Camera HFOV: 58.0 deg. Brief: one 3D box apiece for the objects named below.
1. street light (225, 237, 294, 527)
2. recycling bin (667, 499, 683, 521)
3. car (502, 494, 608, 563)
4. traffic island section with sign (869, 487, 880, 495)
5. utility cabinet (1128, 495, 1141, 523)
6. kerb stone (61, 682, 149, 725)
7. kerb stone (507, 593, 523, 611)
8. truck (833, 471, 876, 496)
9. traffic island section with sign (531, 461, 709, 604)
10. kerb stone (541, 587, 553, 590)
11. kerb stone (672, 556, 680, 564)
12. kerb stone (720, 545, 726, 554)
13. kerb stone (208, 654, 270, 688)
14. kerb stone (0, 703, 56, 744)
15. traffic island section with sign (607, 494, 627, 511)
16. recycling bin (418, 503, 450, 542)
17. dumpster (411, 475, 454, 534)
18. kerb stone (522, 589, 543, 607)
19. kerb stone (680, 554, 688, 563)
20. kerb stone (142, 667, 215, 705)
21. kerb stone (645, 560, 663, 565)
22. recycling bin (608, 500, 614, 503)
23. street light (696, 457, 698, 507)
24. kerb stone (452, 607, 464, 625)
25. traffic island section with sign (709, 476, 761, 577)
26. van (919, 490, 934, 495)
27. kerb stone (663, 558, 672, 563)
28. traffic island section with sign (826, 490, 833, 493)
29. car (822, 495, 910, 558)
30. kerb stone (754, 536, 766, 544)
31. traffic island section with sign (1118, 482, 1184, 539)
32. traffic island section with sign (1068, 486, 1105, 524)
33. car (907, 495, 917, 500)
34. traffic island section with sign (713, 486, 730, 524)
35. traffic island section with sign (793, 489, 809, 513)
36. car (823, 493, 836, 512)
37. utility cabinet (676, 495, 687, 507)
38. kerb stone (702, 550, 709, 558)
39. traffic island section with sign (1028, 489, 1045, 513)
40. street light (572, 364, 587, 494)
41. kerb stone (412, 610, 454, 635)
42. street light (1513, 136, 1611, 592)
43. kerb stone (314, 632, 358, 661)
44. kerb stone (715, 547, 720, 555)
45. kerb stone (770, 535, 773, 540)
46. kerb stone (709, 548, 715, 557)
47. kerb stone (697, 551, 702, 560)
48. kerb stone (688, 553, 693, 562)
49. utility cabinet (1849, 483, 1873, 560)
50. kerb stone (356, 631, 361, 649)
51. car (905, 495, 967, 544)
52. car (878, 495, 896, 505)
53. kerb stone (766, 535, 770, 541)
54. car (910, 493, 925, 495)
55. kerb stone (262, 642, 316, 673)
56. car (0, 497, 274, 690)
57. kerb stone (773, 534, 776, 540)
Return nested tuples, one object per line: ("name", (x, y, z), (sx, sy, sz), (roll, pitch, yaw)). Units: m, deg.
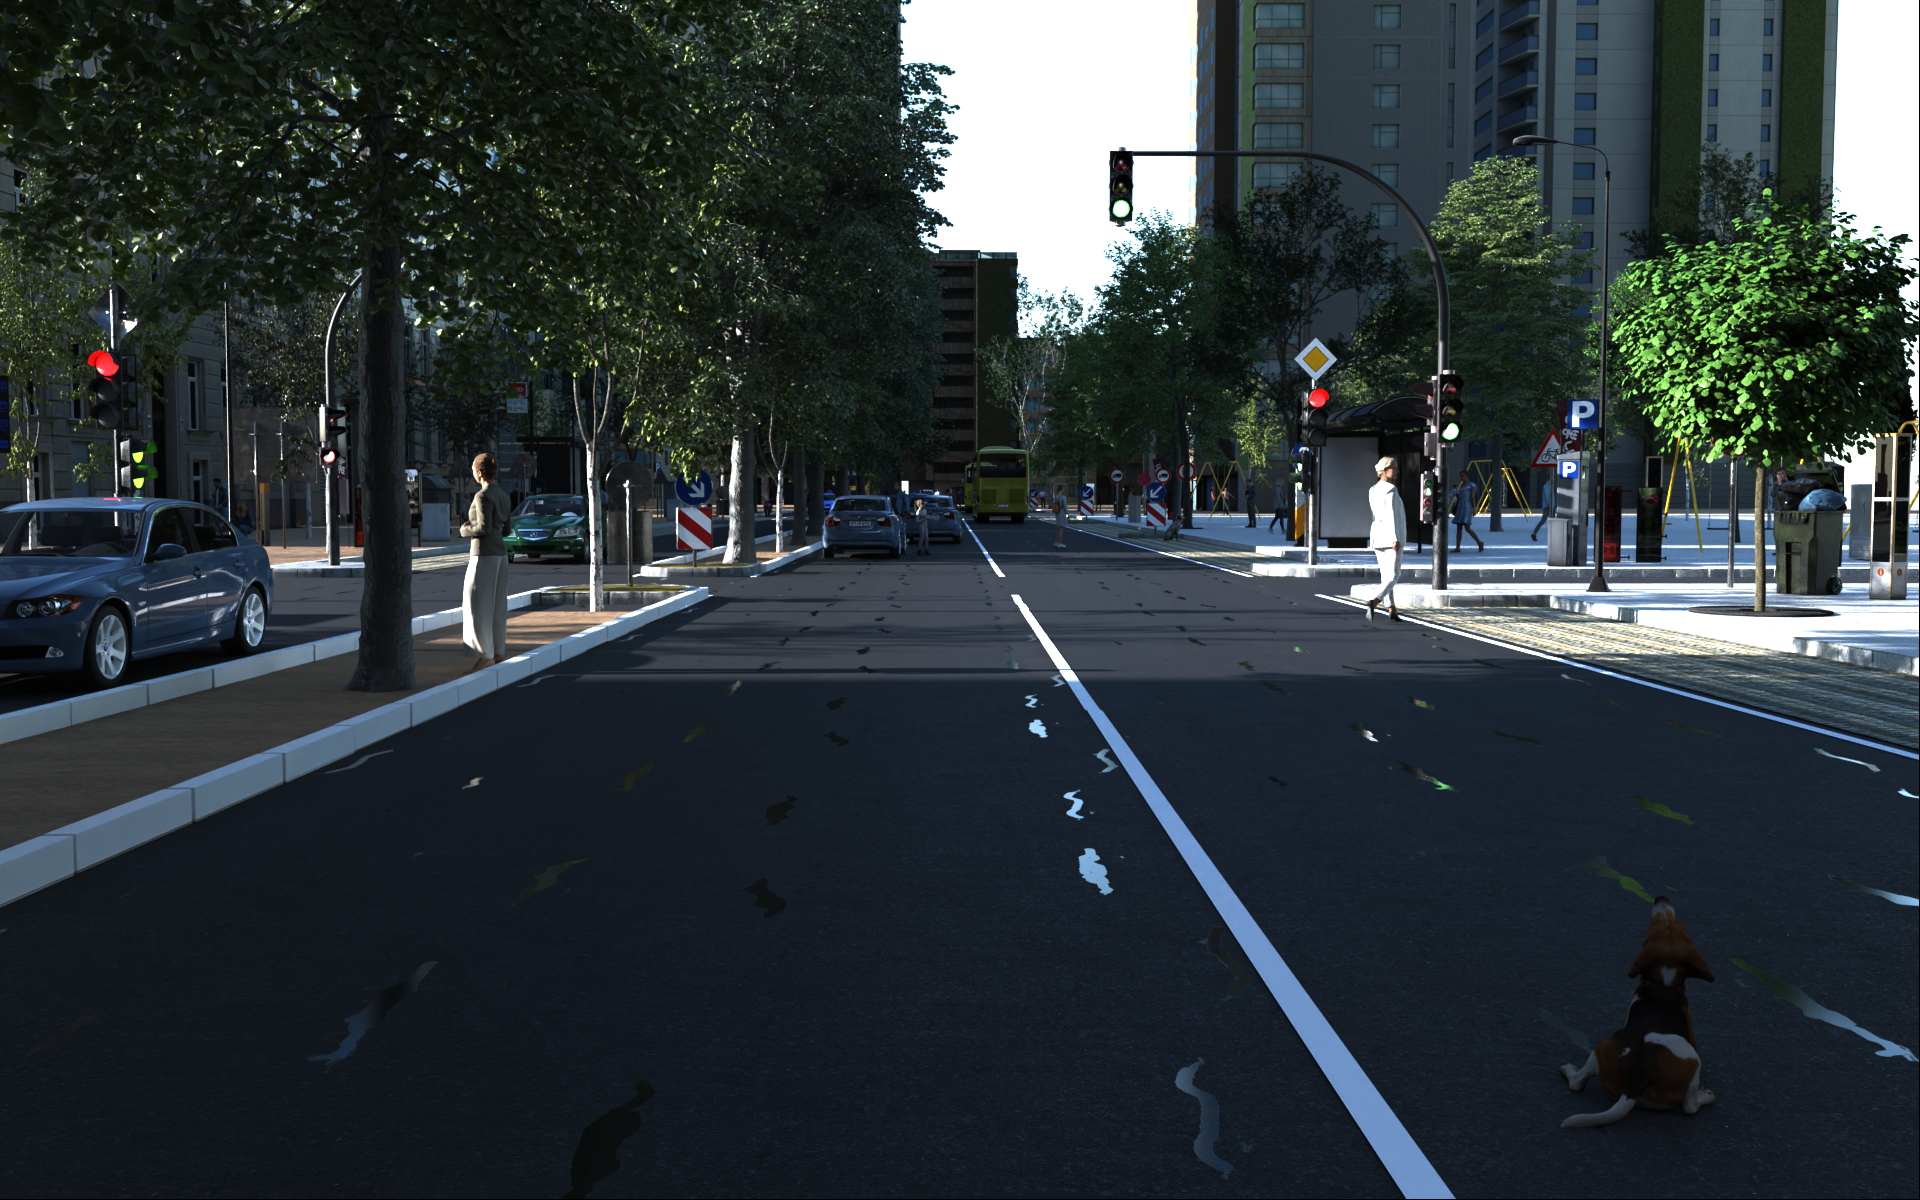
("street light", (-12.724, -3.602, 31.438), (1.470, 5.913, 1.316), (0, 4, 0))
("recycling bin", (-13.738, -4.334, 83.411), (0.722, 1.027, 0.722), (0, 4, -5))
("car", (-8.699, -1.564, 37.367), (2.131, 1.459, 4.920), (0, 4, -2))
("traffic island section with sign", (-5.267, -5.983, 105.955), (2.006, 1.907, 1.989), (0, 4, 0))
("utility cabinet", (7.889, -4.098, 78.164), (0.306, 1.237, 1.020), (-1, 4, -12))
("kerb stone", (-5.530, 0.676, 11.157), (0.120, 0.150, 1.000), (0, 4, 0))
("kerb stone", (-5.616, 0.049, 21.421), (0.120, 0.150, 1.000), (0, 4, 0))
("truck", (-8.600, -9.121, 145.047), (3.469, 3.379, 9.791), (0, 4, 1))
("traffic island section with sign", (-4.578, -0.934, 23.412), (2.006, 1.907, 1.989), (0, 4, 0))
("kerb stone", (-5.639, -0.077, 23.467), (0.120, 0.150, 1.000), (0, 4, 0))
("kerb stone", (-5.721, -0.736, 34.266), (0.120, 0.150, 1.000), (0, 4, 0))
("kerb stone", (-5.780, -1.177, 41.439), (0.120, 0.150, 1.000), (0, 4, 0))
("kerb stone", (-5.539, 0.549, 13.218), (0.120, 0.150, 1.000), (0, 4, 0))
("kerb stone", (-5.518, 0.738, 10.135), (0.120, 0.150, 1.000), (0, 4, 0))
("traffic island section with sign", (-11.137, -2.904, 56.108), (1.989, 1.847, 2.006), (0, 4, 0))
("recycling bin", (-14.276, -2.107, 47.001), (0.722, 1.027, 0.722), (-2, 4, -28))
("dumpster", (-16.616, -2.943, 53.874), (1.264, 1.857, 1.865), (0, 4, 0))
("kerb stone", (-5.619, -0.015, 22.442), (0.120, 0.150, 1.000), (0, 4, 0))
("kerb stone", (-5.731, -0.801, 35.288), (0.120, 0.150, 1.000), (0, 4, 0))
("kerb stone", (-5.540, 0.612, 12.196), (0.120, 0.150, 1.000), (0, 4, 0))
("kerb stone", (-5.704, -0.612, 32.209), (0.120, 0.150, 1.000), (0, 4, 0))
("recycling bin", (-15.121, -3.896, 76.254), (0.722, 1.027, 0.722), (3, 5, 44))
("street light", (-13.127, -7.182, 89.966), (1.470, 5.913, 1.316), (0, 4, 0))
("kerb stone", (-5.599, 0.175, 19.375), (0.120, 0.150, 1.000), (0, 4, 0))
("traffic island section with sign", (-4.630, -1.387, 30.819), (2.006, 1.907, 1.989), (0, 4, 0))
("van", (-3.182, -9.558, 163.291), (2.013, 2.044, 4.112), (0, 4, -2))
("kerb stone", (-5.713, -0.675, 33.238), (0.120, 0.150, 1.000), (0, 4, 0))
("traffic island section with sign", (-12.008, -9.247, 159.821), (1.989, 1.847, 2.006), (0, 4, 0))
("car", (-2.185, -1.716, 40.053), (2.014, 1.417, 4.499), (0, 4, 1))
("kerb stone", (-5.859, -1.741, 50.656), (0.120, 0.150, 1.000), (0, 4, 0))
("traffic island section with sign", (6.176, -2.918, 56.336), (1.989, 1.847, 2.006), (0, 4, 0))
("traffic island section with sign", (5.954, -4.590, 83.671), (1.989, 1.847, 2.006), (0, 4, 0))
("car", (-1.577, -3.584, 70.595), (2.014, 1.417, 4.499), (0, 4, 0))
("traffic island section with sign", (-11.367, -4.553, 83.062), (1.989, 1.847, 2.006), (0, 4, 0))
("traffic island section with sign", (-11.780, -7.599, 132.867), (1.989, 1.847, 2.006), (0, 4, 0))
("car", (-9.583, -7.007, 124.161), (1.945, 1.707, 3.694), (0, 4, -1))
("utility cabinet", (-14.991, -5.020, 93.234), (0.306, 1.237, 1.020), (-2, 4, -28))
("kerb stone", (-5.751, -0.986, 38.366), (0.120, 0.150, 1.000), (0, 4, 0))
("traffic island section with sign", (5.532, -7.635, 133.463), (1.989, 1.847, 2.006), (0, 4, 0))
("street light", (-13.008, -5.392, 60.702), (1.470, 5.913, 1.316), (0, 4, 0))
("kerb stone", (-5.590, 0.235, 18.350), (0.120, 0.150, 1.000), (0, 4, 0))
("street light", (7.865, -3.063, 22.624), (1.470, 5.913, 1.316), (0, 4, 0))
("kerb stone", (-5.562, 0.424, 15.266), (0.120, 0.150, 1.000), (0, 4, 0))
("kerb stone", (-5.784, -1.114, 40.416), (0.120, 0.150, 1.000), (0, 4, 0))
("kerb stone", (-5.871, -1.866, 52.711), (0.120, 0.150, 1.000), (0, 4, 0))
("kerb stone", (-5.767, -1.052, 39.390), (0.120, 0.150, 1.000), (0, 4, 0))
("kerb stone", (-5.743, -0.926, 37.343), (0.120, 0.150, 1.000), (0, 4, 0))
("kerb stone", (-5.731, -0.863, 36.310), (0.120, 0.150, 1.000), (0, 4, 0))
("utility cabinet", (17.579, -1.518, 33.497), (0.318, 1.500, 1.173), (0, 4, 7))
("kerb stone", (-5.576, 0.364, 16.289), (0.120, 0.150, 1.000), (0, 4, 0))
("car", (-0.816, -2.402, 51.271), (2.014, 1.417, 4.499), (0, 4, 1))
("car", (-2.633, -3.052, 61.905), (2.014, 1.417, 4.499), (0, 4, -1))
("kerb stone", (-5.867, -1.804, 51.683), (0.120, 0.150, 1.000), (0, 4, 0))
("car", (-2.985, -6.961, 123.400), (1.945, 1.707, 3.694), (0, 4, -1))
("kerb stone", (-5.559, 0.486, 14.244), (0.120, 0.150, 1.000), (0, 4, 0))
("car", (-7.141, -0.134, 14.201), (2.014, 1.417, 4.499), (0, 4, -1))
("kerb stone", (-5.893, -1.929, 53.733), (0.120, 0.150, 1.000), (0, 4, 0))
